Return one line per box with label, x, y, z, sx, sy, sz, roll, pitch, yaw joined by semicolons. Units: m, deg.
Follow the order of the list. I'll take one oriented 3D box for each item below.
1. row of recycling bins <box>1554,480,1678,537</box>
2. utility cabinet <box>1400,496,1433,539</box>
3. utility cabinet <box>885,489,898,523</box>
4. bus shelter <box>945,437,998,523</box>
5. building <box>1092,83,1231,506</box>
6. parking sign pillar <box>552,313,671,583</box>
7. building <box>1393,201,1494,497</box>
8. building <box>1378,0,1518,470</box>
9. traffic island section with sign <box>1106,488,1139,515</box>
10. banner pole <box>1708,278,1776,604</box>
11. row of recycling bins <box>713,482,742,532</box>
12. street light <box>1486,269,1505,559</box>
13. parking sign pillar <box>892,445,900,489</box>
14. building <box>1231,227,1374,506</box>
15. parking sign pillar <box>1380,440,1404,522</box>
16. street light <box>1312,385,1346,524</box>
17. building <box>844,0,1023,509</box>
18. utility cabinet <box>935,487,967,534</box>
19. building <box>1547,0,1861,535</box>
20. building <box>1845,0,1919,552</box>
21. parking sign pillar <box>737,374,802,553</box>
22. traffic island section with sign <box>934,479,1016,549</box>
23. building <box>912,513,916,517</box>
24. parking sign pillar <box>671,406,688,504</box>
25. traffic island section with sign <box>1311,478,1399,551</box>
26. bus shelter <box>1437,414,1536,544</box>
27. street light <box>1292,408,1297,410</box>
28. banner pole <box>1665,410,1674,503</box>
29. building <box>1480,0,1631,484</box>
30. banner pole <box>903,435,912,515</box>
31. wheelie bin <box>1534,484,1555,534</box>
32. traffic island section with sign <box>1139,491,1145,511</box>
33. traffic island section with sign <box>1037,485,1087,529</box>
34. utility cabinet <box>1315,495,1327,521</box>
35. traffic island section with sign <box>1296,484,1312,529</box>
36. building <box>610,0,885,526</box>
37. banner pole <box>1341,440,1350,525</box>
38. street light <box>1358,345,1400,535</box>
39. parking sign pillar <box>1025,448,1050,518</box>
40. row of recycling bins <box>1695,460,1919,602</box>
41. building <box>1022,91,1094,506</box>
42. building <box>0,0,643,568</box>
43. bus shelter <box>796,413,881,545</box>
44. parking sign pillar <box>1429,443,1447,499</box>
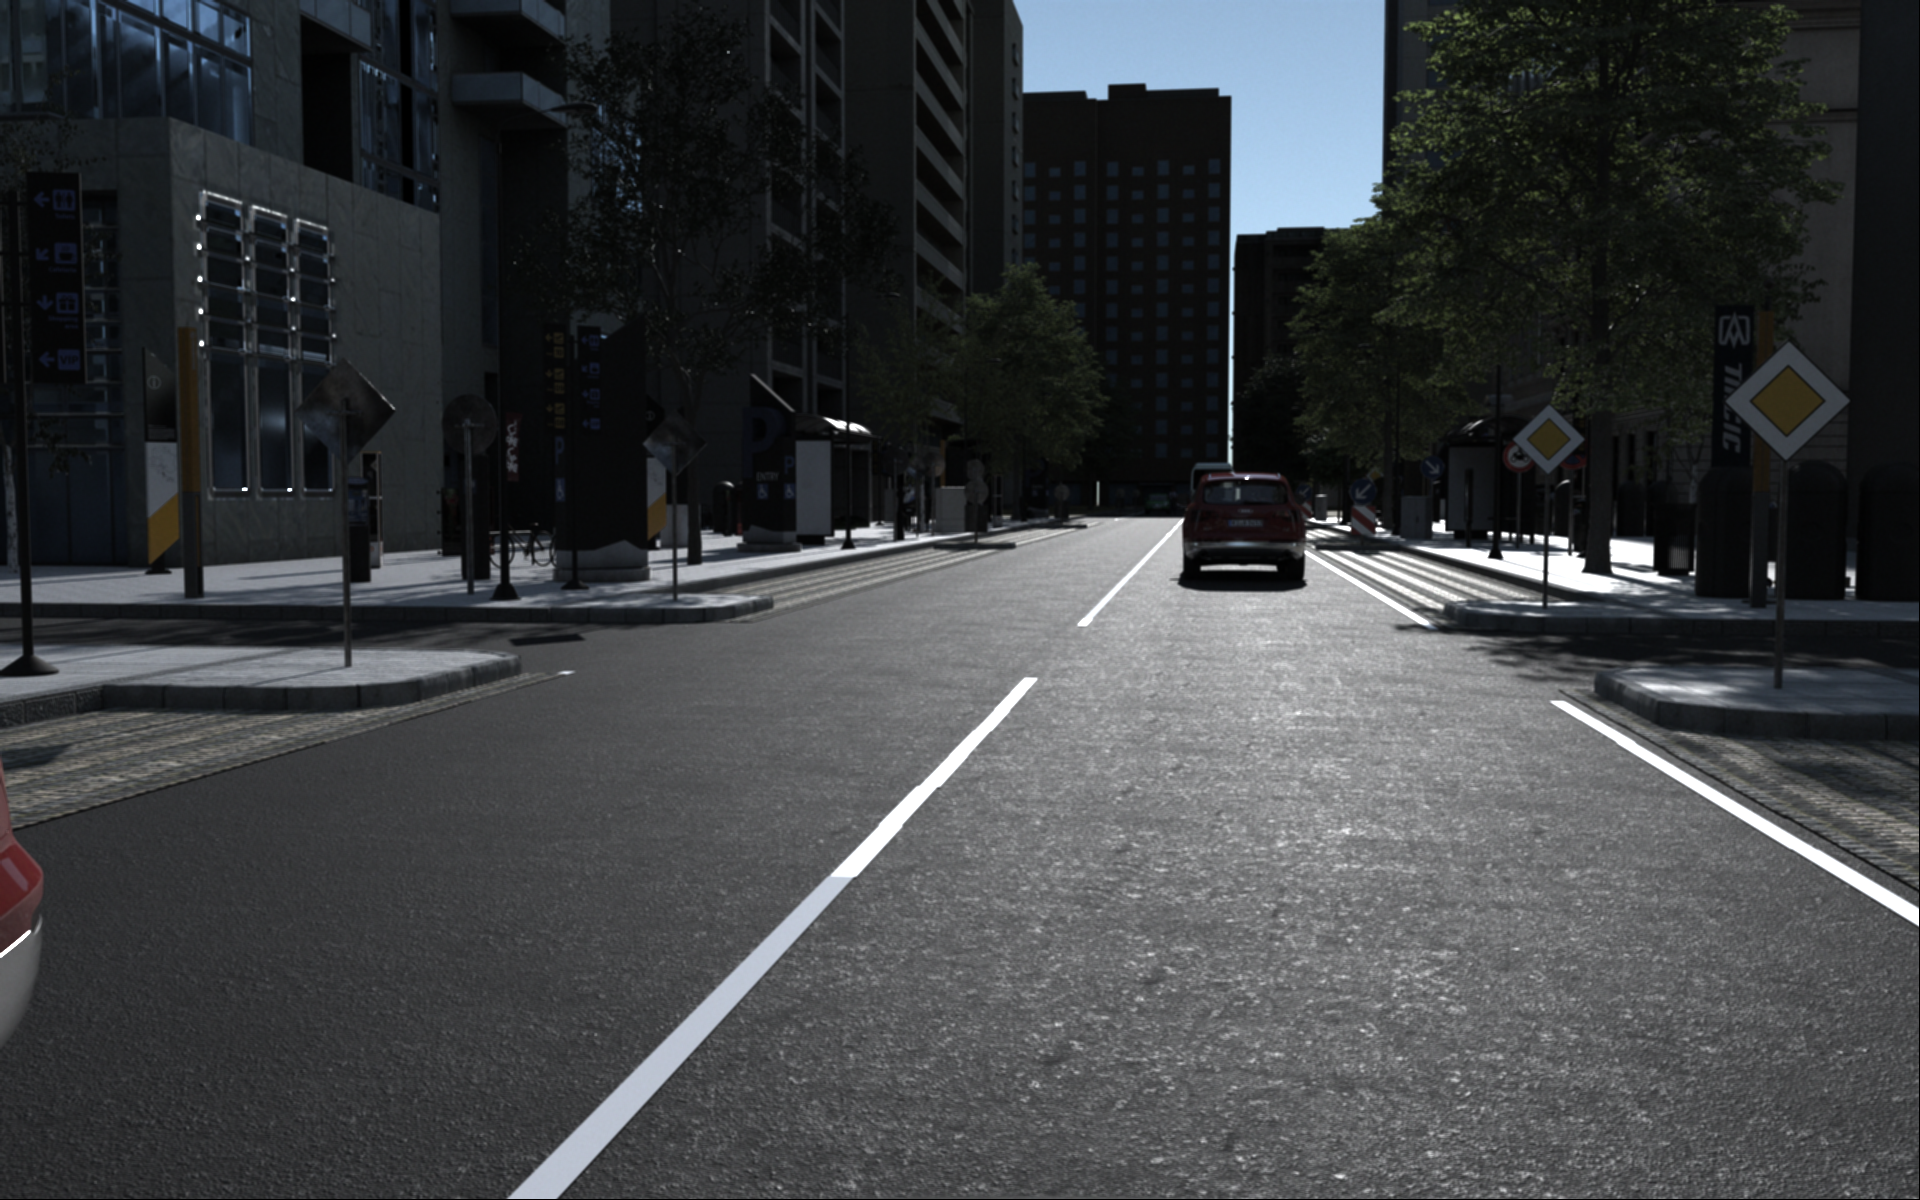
row of recycling bins;19.872;-2.774;52.472;3.534;1.692;1.069;0;4;7
utility cabinet;13.125;-2.364;49.820;0.306;1.237;1.020;-2;4;-29
utility cabinet;-2.736;-4.147;76.476;1.173;1.500;0.318;2;4;25
bus shelter;0.479;-5.117;74.947;1.731;3.624;6.357;1;4;8
building;22.627;-33.151;192.137;14.200;45.320;14.600;0;4;8
parking sign pillar;-5.316;-2.272;25.624;1.447;3.967;1.447;-3;4;-36
building;44.356;-16.513;115.021;27.650;21.520;28.899;0;4;8
building;45.643;-36.743;142.739;21.231;58.520;28.212;0;4;8
traffic island section with sign;11.302;-6.902;121.470;1.989;1.847;2.006;0;4;8
banner pole;9.165;-1.847;20.220;0.863;3.779;0.401;0;4;-1
row of recycling bins;-6.726;-3.082;57.500;3.534;1.692;1.069;2;4;29
street light;10.111;-3.780;34.336;1.470;5.913;1.316;0;4;8
parking sign pillar;-3.446;-6.427;93.550;1.447;3.967;1.447;0;4;-2
building;37.106;-25.614;190.485;14.107;30.474;14.160;0;4;8
parking sign pillar;19.977;-5.557;79.325;1.447;3.967;1.447;0;4;0
street light;15.749;-6.172;73.449;1.470;5.913;1.316;0;4;8
building;-6.011;-32.458;154.382;21.600;48.544;21.300;0;4;8
utility cabinet;-0.300;-2.874;55.672;0.318;1.500;1.173;3;5;43
building;27.892;-12.081;62.152;10.561;19.102;19.286;0;4;8
building;30.723;-14.442;29.631;24.014;27.812;14.314;0;4;8
parking sign pillar;-4.252;-3.061;38.514;1.447;3.967;1.447;3;5;39
traffic island section with sign;0.431;-2.253;45.459;1.989;1.847;2.006;0;4;8
building;-11.652;-29.650;108.487;21.300;48.544;21.600;0;4;8
parking sign pillar;-8.486;-3.821;50.941;1.447;3.967;1.447;1;4;13
traffic island section with sign;10.136;-2.183;44.315;1.989;1.847;2.006;0;4;8
bus shelter;14.276;-3.232;46.765;2.014;3.302;5.546;0;4;8
street light;18.484;-7.369;93.017;1.470;5.913;1.316;0;4;8
banner pole;19.348;-3.500;47.235;0.401;3.779;0.863;1;4;11
building;32.995;-18.060;81.189;13.634;28.700;20.117;0;4;8
banner pole;-2.169;-4.962;71.151;0.401;3.779;0.863;-2;4;-33
wheelie bin;18.676;-2.904;55.389;0.980;1.594;0.693;1;4;23
traffic island section with sign;15.172;-8.554;148.478;1.989;1.847;2.006;0;4;8
traffic island section with sign;4.301;-3.904;72.458;1.989;1.847;2.006;0;4;8
utility cabinet;17.498;-4.454;83.989;0.306;1.237;1.020;0;4;-7
traffic island section with sign;13.953;-3.815;71.000;1.989;1.847;2.006;0;4;8
building;-14.027;-39.103;77.584;20.563;71.187;20.611;0;4;8
banner pole;15.879;-4.950;70.952;0.401;3.779;0.863;0;4;-1
street light;13.054;-4.975;53.875;1.470;5.913;1.316;0;4;8
parking sign pillar;4.131;-6.434;93.673;1.447;3.967;1.447;2;4;26
row of recycling bins;10.914;-0.858;21.135;3.534;1.692;1.069;1;4;18
building;8.455;-33.228;193.384;14.200;45.320;14.600;0;4;8
building;-22.326;-44.743;44.214;22.319;86.520;31.000;0;4;8
bus shelter;-3.588;-3.185;45.991;2.014;3.302;5.546;0;4;8
parking sign pillar;24.961;-6.241;90.516;1.447;3.967;1.447;3;4;37
